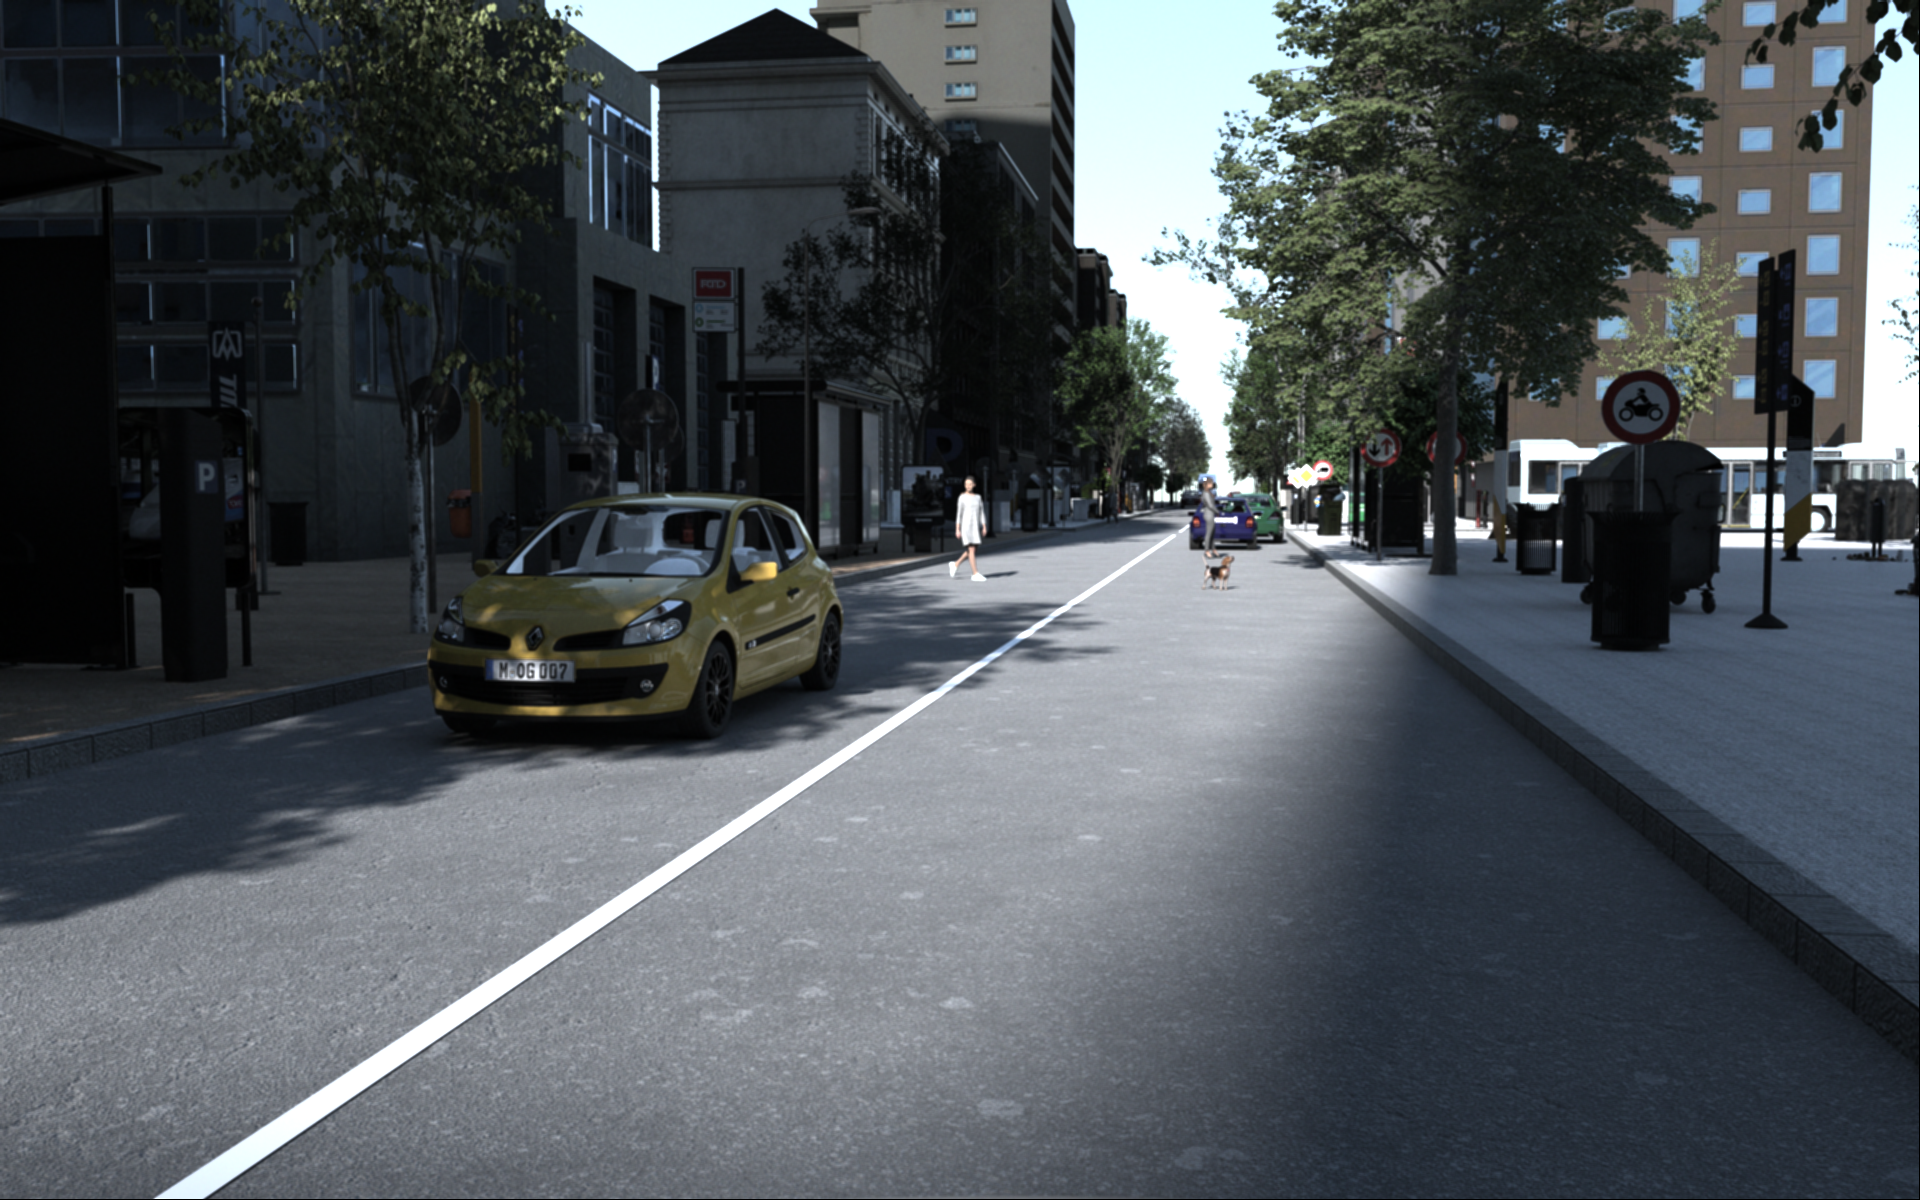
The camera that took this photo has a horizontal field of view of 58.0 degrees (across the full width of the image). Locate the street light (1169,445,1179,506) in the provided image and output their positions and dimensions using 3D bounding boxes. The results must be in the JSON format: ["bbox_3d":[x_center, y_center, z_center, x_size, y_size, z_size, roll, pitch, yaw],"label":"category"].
[{"bbox_3d":[19.725,-11.723,164.213,1.470,5.913,1.316,1,4,9],"label":"street light"}]

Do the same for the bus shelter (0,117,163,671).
[{"bbox_3d":[-7.051,-1.123,9.640,1.731,3.624,6.357,1,4,9],"label":"bus shelter"}]

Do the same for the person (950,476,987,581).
[{"bbox_3d":[0.124,-1.199,28.861,0.760,1.731,0.466,2,4,30],"label":"person"}]

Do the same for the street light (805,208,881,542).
[{"bbox_3d":[-1.968,-3.412,28.321,1.470,5.913,1.316,1,4,9],"label":"street light"}]

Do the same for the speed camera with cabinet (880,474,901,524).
[{"bbox_3d":[-3.101,-4.923,74.825,2.038,3.252,0.660,-2,4,-26],"label":"speed camera with cabinet"}]

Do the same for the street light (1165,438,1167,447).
[{"bbox_3d":[16.227,-10.396,142.515,1.470,5.913,1.316,1,4,9],"label":"street light"}]

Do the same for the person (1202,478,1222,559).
[{"bbox_3d":[5.633,-1.816,38.469,0.573,1.790,0.520,-1,4,-13],"label":"person"}]

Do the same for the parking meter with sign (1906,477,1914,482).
[{"bbox_3d":[43.075,-5.065,79.069,0.543,3.016,1.738,-1,4,-21],"label":"parking meter with sign"}]

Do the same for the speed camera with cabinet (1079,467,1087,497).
[{"bbox_3d":[9.631,-7.991,124.993,2.038,3.252,0.660,1,4,21],"label":"speed camera with cabinet"}]

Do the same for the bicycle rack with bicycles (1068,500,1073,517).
[{"bbox_3d":[5.709,-5.156,97.680,2.852,0.926,2.925,1,4,22],"label":"bicycle rack with bicycles"}]

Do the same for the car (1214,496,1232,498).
[{"bbox_3d":[11.854,-3.967,77.445,1.945,1.354,3.894,1,4,9],"label":"car"}]

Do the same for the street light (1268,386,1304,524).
[{"bbox_3d":[14.035,-6.210,74.079,1.470,5.913,1.316,1,4,9],"label":"street light"}]

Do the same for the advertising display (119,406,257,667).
[{"bbox_3d":[-5.741,-0.467,12.854,0.974,1.923,0.123,0,4,-2],"label":"advertising display"}]

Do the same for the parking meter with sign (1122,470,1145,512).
[{"bbox_3d":[12.795,-8.029,127.540,1.738,3.016,0.543,3,4,36],"label":"parking meter with sign"}]

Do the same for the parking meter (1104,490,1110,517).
[{"bbox_3d":[8.075,-5.334,95.621,0.372,1.533,0.369,0,3,0],"label":"parking meter"}]

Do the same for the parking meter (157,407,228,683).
[{"bbox_3d":[-5.278,-0.381,11.934,0.255,1.863,0.399,1,4,16],"label":"parking meter"}]

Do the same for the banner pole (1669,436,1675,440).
[{"bbox_3d":[26.963,-4.624,65.627,0.863,3.779,0.401,-3,5,-43],"label":"banner pole"}]

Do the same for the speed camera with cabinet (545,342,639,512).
[{"bbox_3d":[-4.949,-1.777,23.396,0.660,3.252,2.038,1,4,9],"label":"speed camera with cabinet"}]

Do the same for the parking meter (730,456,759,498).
[{"bbox_3d":[-3.351,-1.300,26.971,0.399,1.863,0.255,2,4,28],"label":"parking meter"}]

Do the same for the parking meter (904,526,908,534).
[{"bbox_3d":[-1.624,-3.087,56.183,0.399,1.863,0.255,1,4,18],"label":"parking meter"}]

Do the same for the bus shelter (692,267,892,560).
[{"bbox_3d":[-3.246,-3.404,33.293,2.179,5.291,8.768,1,4,9],"label":"bus shelter"}]

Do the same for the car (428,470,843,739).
[{"bbox_3d":[-2.012,-0.076,11.471,2.015,1.641,3.980,1,4,11],"label":"car"}]

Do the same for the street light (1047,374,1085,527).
[{"bbox_3d":[4.124,-5.795,67.288,1.470,5.913,1.316,1,4,9],"label":"street light"}]

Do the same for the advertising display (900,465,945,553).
[{"bbox_3d":[-0.816,-2.004,37.973,0.974,1.923,0.123,0,4,-6],"label":"advertising display"}]

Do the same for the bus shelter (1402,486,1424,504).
[{"bbox_3d":[12.621,-3.668,51.258,1.731,3.624,6.357,1,4,9],"label":"bus shelter"}]

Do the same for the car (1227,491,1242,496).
[{"bbox_3d":[35.995,-13.322,226.479,2.281,1.827,5.304,1,4,9],"label":"car"}]

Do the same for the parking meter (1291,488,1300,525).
[{"bbox_3d":[14.085,-3.935,72.748,0.372,1.533,0.369,0,3,0],"label":"parking meter"}]

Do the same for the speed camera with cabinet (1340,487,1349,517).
[{"bbox_3d":[21.514,-6.288,97.149,2.038,3.252,0.660,-2,4,-27],"label":"speed camera with cabinet"}]

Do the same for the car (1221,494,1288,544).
[{"bbox_3d":[8.701,-2.436,51.624,2.131,1.459,4.920,1,4,9],"label":"car"}]

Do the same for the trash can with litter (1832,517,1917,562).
[{"bbox_3d":[17.906,-1.388,33.744,1.678,1.210,2.233,1,4,16],"label":"trash can with litter"}]

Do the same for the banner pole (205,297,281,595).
[{"bbox_3d":[-9.148,-1.961,22.082,0.863,3.779,0.401,0,4,-1],"label":"banner pole"}]

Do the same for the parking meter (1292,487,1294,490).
[{"bbox_3d":[22.822,-6.860,117.876,0.399,1.863,0.255,-1,4,-15],"label":"parking meter"}]

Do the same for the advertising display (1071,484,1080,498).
[{"bbox_3d":[7.511,-6.735,115.329,0.974,1.923,0.123,0,4,-5],"label":"advertising display"}]

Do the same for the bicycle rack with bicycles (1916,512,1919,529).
[{"bbox_3d":[35.968,-3.030,62.925,2.925,0.926,2.852,0,4,-7],"label":"bicycle rack with bicycles"}]

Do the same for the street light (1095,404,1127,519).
[{"bbox_3d":[7.749,-7.169,89.761,1.470,5.913,1.316,1,4,9],"label":"street light"}]

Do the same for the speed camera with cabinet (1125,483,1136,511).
[{"bbox_3d":[13.349,-8.636,135.535,0.660,3.252,2.038,1,4,13],"label":"speed camera with cabinet"}]

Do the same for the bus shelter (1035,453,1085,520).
[{"bbox_3d":[5.101,-5.757,88.049,2.014,3.302,5.546,1,4,9],"label":"bus shelter"}]

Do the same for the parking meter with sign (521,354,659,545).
[{"bbox_3d":[-4.700,-1.567,21.884,1.738,3.016,0.543,0,4,-1],"label":"parking meter with sign"}]

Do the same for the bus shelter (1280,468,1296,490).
[{"bbox_3d":[25.788,-8.631,135.041,2.014,3.302,5.546,1,4,9],"label":"bus shelter"}]

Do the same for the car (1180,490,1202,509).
[{"bbox_3d":[23.145,-10.076,173.407,2.281,1.827,5.304,1,4,9],"label":"car"}]

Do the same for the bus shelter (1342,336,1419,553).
[{"bbox_3d":[10.371,-3.923,41.778,2.179,5.291,8.768,1,4,9],"label":"bus shelter"}]

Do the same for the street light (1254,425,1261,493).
[{"bbox_3d":[20.853,-8.847,117.187,1.470,5.913,1.316,1,4,9],"label":"street light"}]

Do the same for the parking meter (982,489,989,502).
[{"bbox_3d":[1.341,-5.070,91.301,0.372,1.533,0.369,0,3,0],"label":"parking meter"}]

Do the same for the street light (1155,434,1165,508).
[{"bbox_3d":[14.874,-9.858,133.724,1.470,5.913,1.316,1,4,9],"label":"street light"}]

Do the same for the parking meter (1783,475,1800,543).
[{"bbox_3d":[21.847,-2.431,45.458,0.255,1.863,0.399,-1,4,-14],"label":"parking meter"}]

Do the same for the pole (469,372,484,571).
[{"bbox_3d":[-8.098,-2.150,29.002,0.158,3.312,0.155,0,3,0],"label":"pole"}]

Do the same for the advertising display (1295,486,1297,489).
[{"bbox_3d":[22.420,-6.760,115.733,0.123,1.923,0.974,0,4,1],"label":"advertising display"}]

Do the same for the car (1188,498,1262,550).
[{"bbox_3d":[6.975,-2.025,45.685,1.945,1.354,3.894,1,4,10],"label":"car"}]

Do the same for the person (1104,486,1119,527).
[{"bbox_3d":[6.668,-4.079,75.373,0.728,1.800,0.709,-2,4,-35],"label":"person"}]

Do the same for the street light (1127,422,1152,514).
[{"bbox_3d":[11.436,-8.517,111.802,1.470,5.913,1.316,1,4,9],"label":"street light"}]

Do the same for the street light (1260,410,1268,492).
[{"bbox_3d":[17.485,-7.529,95.635,1.470,5.913,1.316,1,4,9],"label":"street light"}]

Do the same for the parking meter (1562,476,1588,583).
[{"bbox_3d":[8.914,-1.018,25.049,0.372,1.533,0.369,0,3,0],"label":"parking meter"}]

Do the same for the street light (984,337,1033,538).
[{"bbox_3d":[1.438,-4.776,50.627,1.470,5.913,1.316,1,4,9],"label":"street light"}]

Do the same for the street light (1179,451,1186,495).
[{"bbox_3d":[23.169,-13.041,185.753,1.470,5.913,1.316,1,4,9],"label":"street light"}]
